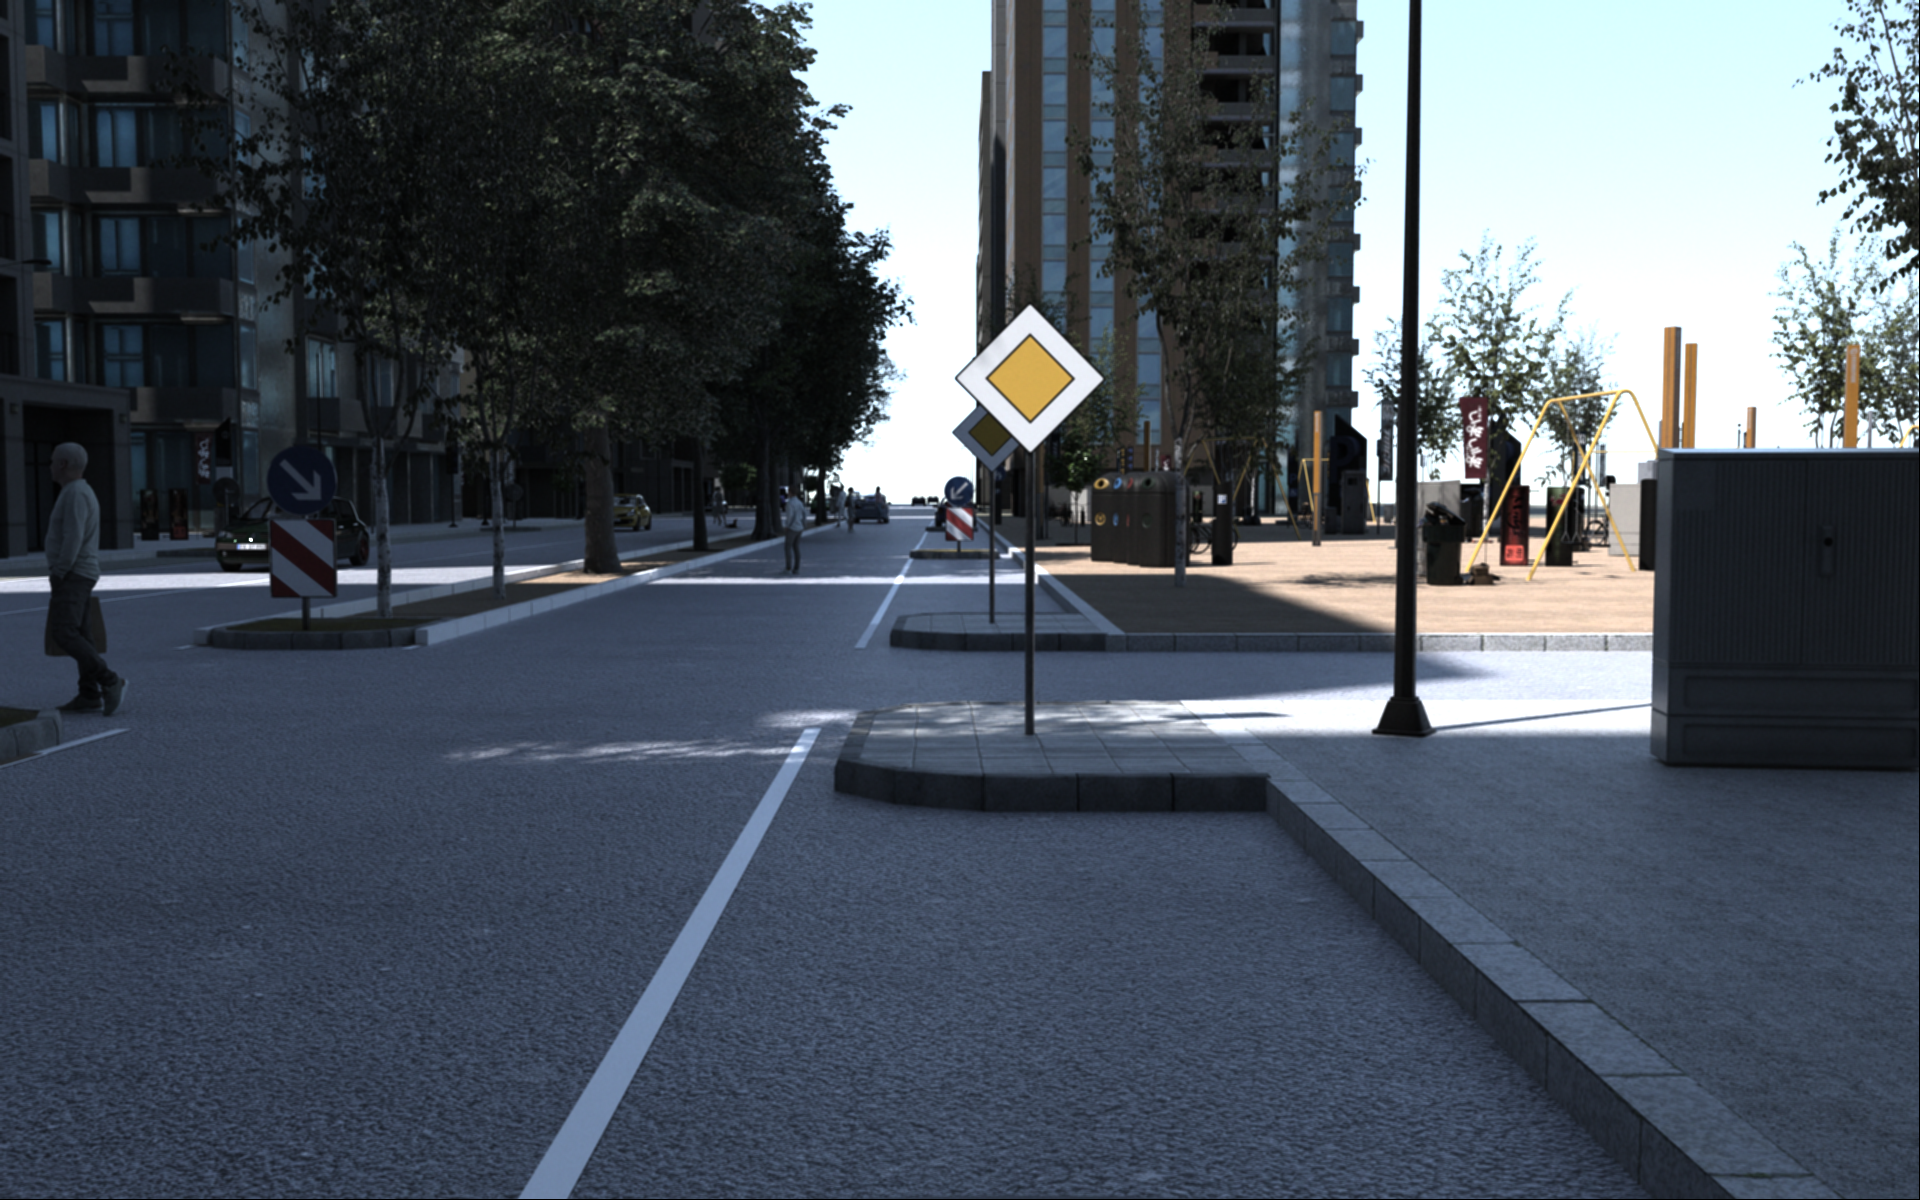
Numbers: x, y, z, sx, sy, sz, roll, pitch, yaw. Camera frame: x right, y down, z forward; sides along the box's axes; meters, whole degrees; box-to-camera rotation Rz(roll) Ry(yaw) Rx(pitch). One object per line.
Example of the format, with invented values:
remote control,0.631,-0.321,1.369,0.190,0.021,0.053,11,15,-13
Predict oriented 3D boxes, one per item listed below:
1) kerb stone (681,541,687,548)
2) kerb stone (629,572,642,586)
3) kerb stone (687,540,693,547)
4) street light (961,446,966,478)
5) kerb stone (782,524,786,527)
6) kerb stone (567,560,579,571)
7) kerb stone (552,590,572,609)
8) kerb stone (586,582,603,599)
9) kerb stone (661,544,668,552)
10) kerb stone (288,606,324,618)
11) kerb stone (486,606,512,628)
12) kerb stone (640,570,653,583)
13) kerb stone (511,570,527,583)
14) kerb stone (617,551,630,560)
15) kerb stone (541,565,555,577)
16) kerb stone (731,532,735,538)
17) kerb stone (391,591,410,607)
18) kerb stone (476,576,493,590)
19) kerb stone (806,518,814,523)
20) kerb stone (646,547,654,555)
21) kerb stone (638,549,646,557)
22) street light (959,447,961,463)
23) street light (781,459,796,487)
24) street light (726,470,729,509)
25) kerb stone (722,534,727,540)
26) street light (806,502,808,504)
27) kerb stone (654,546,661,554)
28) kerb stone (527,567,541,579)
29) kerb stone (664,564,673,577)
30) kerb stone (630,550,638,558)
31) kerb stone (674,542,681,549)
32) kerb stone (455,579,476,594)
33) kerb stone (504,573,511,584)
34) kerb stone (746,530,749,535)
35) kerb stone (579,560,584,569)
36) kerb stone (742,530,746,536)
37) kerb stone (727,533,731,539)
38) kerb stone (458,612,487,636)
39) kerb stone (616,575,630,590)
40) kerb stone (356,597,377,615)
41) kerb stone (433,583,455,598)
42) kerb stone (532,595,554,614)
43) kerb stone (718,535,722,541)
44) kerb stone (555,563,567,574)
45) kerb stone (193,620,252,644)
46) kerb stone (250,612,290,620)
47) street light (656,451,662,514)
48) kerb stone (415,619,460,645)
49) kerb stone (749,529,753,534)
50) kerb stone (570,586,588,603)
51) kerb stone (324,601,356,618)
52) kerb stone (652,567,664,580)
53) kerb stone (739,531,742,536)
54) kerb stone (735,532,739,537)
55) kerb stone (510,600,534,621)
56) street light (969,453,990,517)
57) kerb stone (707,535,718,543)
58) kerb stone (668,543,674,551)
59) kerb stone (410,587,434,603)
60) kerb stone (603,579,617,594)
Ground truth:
kerb stone,-7.390,-1.430,45.596,0.120,0.150,1.000,0,4,0
kerb stone,-5.173,-0.300,27.148,0.120,0.150,1.000,0,4,0
kerb stone,-7.401,-1.494,46.618,0.120,0.150,1.000,0,4,0
street light,1.023,-9.818,133.070,1.470,5.913,1.316,0,4,0
kerb stone,-7.597,-3.248,75.336,0.120,0.150,1.000,0,4,0
kerb stone,-7.313,-0.616,32.264,0.120,0.150,1.000,0,4,0
kerb stone,-5.135,0.012,22.027,0.120,0.150,1.000,0,4,0
kerb stone,-5.153,-0.115,24.071,0.120,0.150,1.000,0,4,0
kerb stone,-7.371,-1.243,42.521,0.120,0.150,1.000,0,4,0
kerb stone,-7.228,0.199,18.943,0.120,0.150,1.000,0,4,0
kerb stone,-5.117,0.199,18.936,0.120,0.150,1.000,0,4,0
kerb stone,-5.180,-0.365,28.170,0.120,0.150,1.000,0,4,0
kerb stone,-7.276,-0.366,28.177,0.120,0.150,1.000,0,4,0
kerb stone,-7.338,-0.929,37.385,0.120,0.150,1.000,0,4,0
kerb stone,-7.284,-0.491,30.221,0.120,0.150,1.000,0,4,0
kerb stone,-7.460,-2.058,55.844,0.120,0.150,1.000,0,4,0
kerb stone,-7.240,0.014,22.009,0.120,0.150,1.000,0,4,0
kerb stone,-7.261,-0.238,26.120,0.120,0.150,1.000,0,4,0
kerb stone,-7.679,-4.065,88.657,0.120,0.150,1.000,0,4,0
kerb stone,-7.364,-1.109,40.465,0.120,0.150,1.000,0,4,0
kerb stone,-7.354,-1.050,39.437,0.120,0.150,1.000,0,4,0
street light,0.862,-10.882,150.465,1.470,5.913,1.316,0,4,0
street light,-19.618,-13.650,195.719,1.470,5.913,1.316,0,4,0
street light,-19.294,-10.691,147.345,1.470,5.913,1.316,0,4,0
kerb stone,-7.449,-1.932,53.791,0.120,0.150,1.000,0,4,0
street light,-19.700,-14.725,213.292,1.470,5.913,1.316,0,4,0
kerb stone,-7.368,-1.179,41.492,0.120,0.150,1.000,0,4,0
kerb stone,-7.283,-0.426,29.199,0.120,0.150,1.000,0,4,0
kerb stone,-5.189,-0.489,30.217,0.120,0.150,1.000,0,4,0
kerb stone,-7.353,-0.990,38.414,0.120,0.150,1.000,0,4,0
kerb stone,-7.394,-1.368,44.569,0.120,0.150,1.000,0,4,0
kerb stone,-7.253,-0.177,25.088,0.120,0.150,1.000,0,4,0
kerb stone,-7.268,-0.303,27.148,0.120,0.150,1.000,0,4,0
kerb stone,-7.494,-2.309,59.952,0.120,0.150,1.000,0,4,0
kerb stone,-7.316,-0.678,33.286,0.120,0.150,1.000,0,4,0
kerb stone,-7.485,-2.243,58.924,0.120,0.150,1.000,0,4,0
kerb stone,-7.459,-1.996,54.822,0.120,0.150,1.000,0,4,0
kerb stone,-5.109,0.262,17.910,0.120,0.150,1.000,0,4,0
kerb stone,-5.166,-0.240,26.125,0.120,0.150,1.000,0,4,0
kerb stone,-7.234,0.077,20.988,0.120,0.150,1.000,0,4,0
kerb stone,-7.252,-0.114,24.053,0.120,0.150,1.000,0,4,0
kerb stone,-5.127,0.074,21.003,0.120,0.150,1.000,0,4,0
kerb stone,-7.441,-1.870,52.769,0.120,0.150,1.000,0,4,0
kerb stone,-7.301,-0.548,31.243,0.120,0.150,1.000,0,4,0
kerb stone,-7.200,0.324,16.899,0.120,0.150,1.000,0,4,0
kerb stone,-7.210,0.264,17.921,0.120,0.150,1.000,0,4,0
street light,-19.001,-8.546,112.263,1.470,5.913,1.316,0,4,0
kerb stone,-5.100,0.325,16.888,0.120,0.150,1.000,0,4,0
kerb stone,-7.501,-2.372,60.974,0.120,0.150,1.000,0,4,0
kerb stone,-5.148,-0.049,23.049,0.120,0.150,1.000,0,4,0
kerb stone,-7.220,0.137,19.965,0.120,0.150,1.000,0,4,0
kerb stone,-5.178,-0.427,29.195,0.120,0.150,1.000,0,4,0
kerb stone,-7.480,-2.183,57.888,0.120,0.150,1.000,0,4,0
kerb stone,-7.474,-2.121,56.866,0.120,0.150,1.000,0,4,0
kerb stone,-5.124,0.136,19.967,0.120,0.150,1.000,0,4,0
street light,1.299,-7.651,97.637,1.470,5.913,1.316,0,4,0
kerb stone,-7.438,-1.807,51.736,0.120,0.150,1.000,0,4,0
kerb stone,-7.386,-1.306,43.543,0.120,0.150,1.000,0,4,0
kerb stone,-7.244,-0.050,23.031,0.120,0.150,1.000,0,4,0
kerb stone,-5.158,-0.173,25.094,0.120,0.150,1.000,0,4,0
